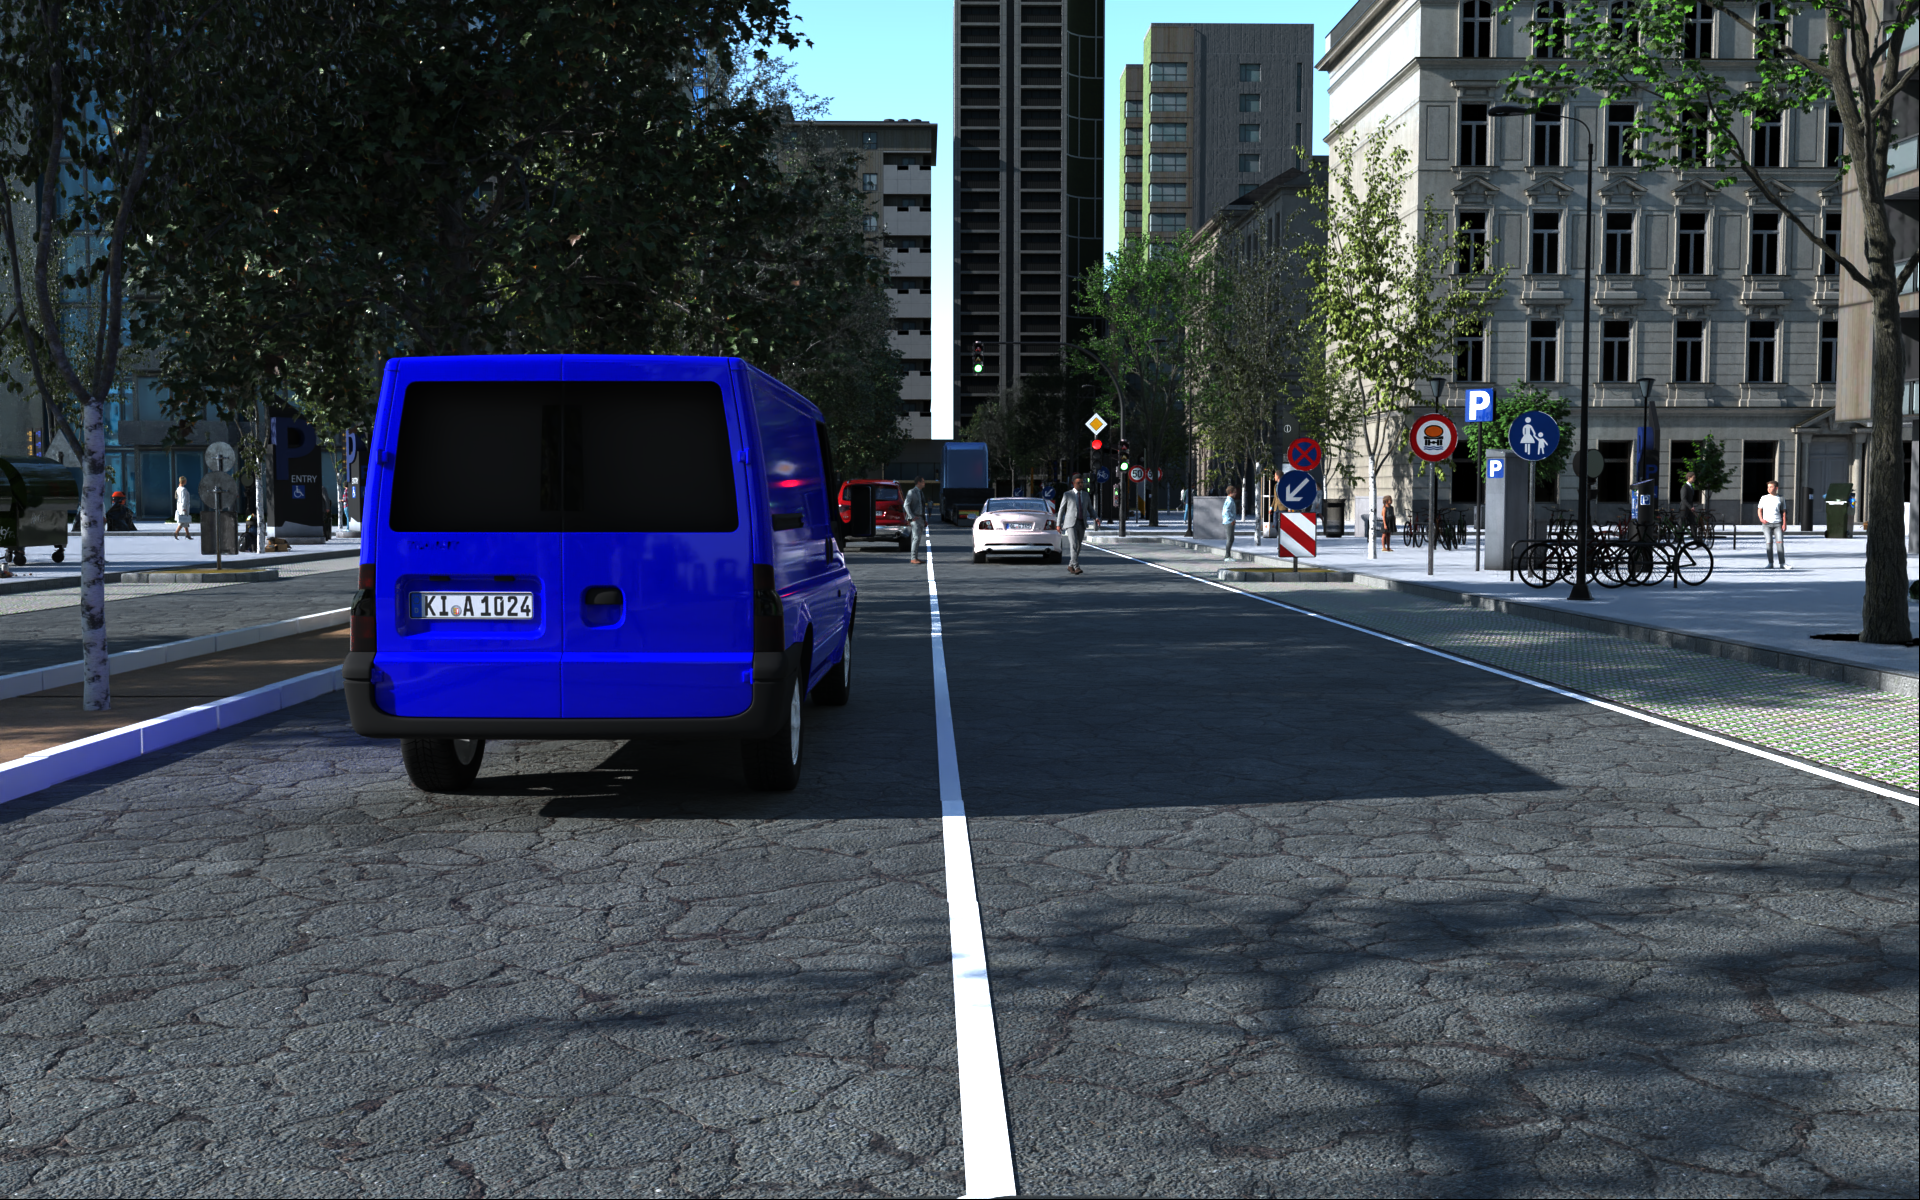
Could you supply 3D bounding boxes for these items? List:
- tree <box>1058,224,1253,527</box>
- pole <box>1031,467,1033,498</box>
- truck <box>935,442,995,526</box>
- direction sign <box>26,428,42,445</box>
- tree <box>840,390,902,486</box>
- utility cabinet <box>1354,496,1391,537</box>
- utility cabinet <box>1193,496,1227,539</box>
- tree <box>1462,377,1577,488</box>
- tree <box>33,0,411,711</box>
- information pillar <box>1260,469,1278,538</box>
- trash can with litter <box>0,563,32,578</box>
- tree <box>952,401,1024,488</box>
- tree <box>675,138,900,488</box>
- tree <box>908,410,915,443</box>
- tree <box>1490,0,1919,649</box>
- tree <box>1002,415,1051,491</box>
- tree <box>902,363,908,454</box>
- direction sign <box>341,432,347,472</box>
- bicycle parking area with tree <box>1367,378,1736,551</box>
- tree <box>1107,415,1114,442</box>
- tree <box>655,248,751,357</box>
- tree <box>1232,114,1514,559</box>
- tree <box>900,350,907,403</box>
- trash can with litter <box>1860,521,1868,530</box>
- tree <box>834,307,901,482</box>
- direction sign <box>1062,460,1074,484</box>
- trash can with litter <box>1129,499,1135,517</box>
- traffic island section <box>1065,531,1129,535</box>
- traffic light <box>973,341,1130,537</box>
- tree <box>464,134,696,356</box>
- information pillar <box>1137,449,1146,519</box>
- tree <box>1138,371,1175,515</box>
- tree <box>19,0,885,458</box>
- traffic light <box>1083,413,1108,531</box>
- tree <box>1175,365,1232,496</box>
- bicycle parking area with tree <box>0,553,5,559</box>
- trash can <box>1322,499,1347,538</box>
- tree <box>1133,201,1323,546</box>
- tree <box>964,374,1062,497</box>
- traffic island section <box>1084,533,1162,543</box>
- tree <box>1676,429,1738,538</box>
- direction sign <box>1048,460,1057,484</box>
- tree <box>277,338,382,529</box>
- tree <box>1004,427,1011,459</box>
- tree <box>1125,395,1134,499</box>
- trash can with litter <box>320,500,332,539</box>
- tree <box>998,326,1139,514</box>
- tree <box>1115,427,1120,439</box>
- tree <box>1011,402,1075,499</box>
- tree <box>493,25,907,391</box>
[{"bbox_3d":[7.635,-8.688,67.797,9.928,11.665,9.643,0,3,0],"label":"tree"},{"bbox_3d":[5.489,-8.457,132.116,0.158,3.312,0.155,0,3,0],"label":"pole"},{"bbox_3d":[0.583,-5.782,84.298,2.967,4.110,18.799,0,4,-3],"label":"truck"},{"bbox_3d":[-31.616,-4.112,59.236,0.876,3.537,0.379,2,4,32],"label":"direction sign"},{"bbox_3d":[-7.895,-11.955,123.683,9.928,11.665,9.643,0,3,0],"label":"tree"},{"bbox_3d":[12.333,-2.482,51.739,1.020,1.237,0.306,2,4,26],"label":"utility cabinet"},{"bbox_3d":[7.149,-2.326,49.190,1.020,1.237,0.306,1,4,15],"label":"utility cabinet"},{"bbox_3d":[15.806,-3.982,48.825,4.285,4.588,4.351,0,3,0],"label":"tree"},{"bbox_3d":[-5.723,-3.584,11.420,4.360,8.622,3.978,0,3,0],"label":"tree"},{"bbox_3d":[9.037,-2.809,50.415,0.304,2.012,0.304,-2,4,-29],"label":"information pillar"},{"bbox_3d":[-15.437,-0.935,26.342,2.233,1.210,1.678,-2,4,-24],"label":"trash can with litter"},{"bbox_3d":[3.787,-18.005,211.382,9.611,12.733,9.660,0,3,0],"label":"tree"},{"bbox_3d":[-6.842,-9.408,62.934,9.857,13.997,8.962,0,3,0],"label":"tree"},{"bbox_3d":[-6.977,-10.001,82.978,9.611,12.733,9.660,0,3,0],"label":"tree"},{"bbox_3d":[7.916,-5.444,14.763,9.928,11.665,9.643,0,3,0],"label":"tree"},{"bbox_3d":[5.501,-12.252,150.683,4.737,8.622,4.395,0,3,0],"label":"tree"},{"bbox_3d":[-7.180,-9.408,73.278,9.611,12.733,9.660,0,3,0],"label":"tree"},{"bbox_3d":[-21.164,-4.188,60.471,0.876,3.537,0.379,1,4,14],"label":"direction sign"},{"bbox_3d":[14.330,-3.407,42.710,8.231,4.147,9.016,1,4,12],"label":"bicycle parking area with tree"},{"bbox_3d":[12.783,-11.008,130.347,4.360,8.622,3.978,0,3,0],"label":"tree"},{"bbox_3d":[-6.273,-5.018,34.868,4.360,8.622,3.978,0,3,0],"label":"tree"},{"bbox_3d":[8.275,-5.111,33.931,4.737,8.622,4.395,0,3,0],"label":"tree"},{"bbox_3d":[-7.547,-11.792,101.919,9.857,13.997,8.962,0,3,0],"label":"tree"},{"bbox_3d":[32.707,-3.081,61.756,1.055,1.170,0.624,2,4,24],"label":"trash can with litter"},{"bbox_3d":[-7.034,-10.548,93.048,7.486,12.596,7.792,0,3,0],"label":"tree"},{"bbox_3d":[7.145,-7.513,114.828,0.876,3.537,0.379,-1,4,-20],"label":"direction sign"},{"bbox_3d":[9.429,-5.285,97.795,0.624,1.170,1.055,3,4,36],"label":"trash can with litter"},{"bbox_3d":[4.718,-2.305,59.972,2.009,0.180,2.903,0,4,-1],"label":"traffic island section"},{"bbox_3d":[2.754,-4.711,51.689,4.771,5.953,1.251,0,4,-1],"label":"traffic light"},{"bbox_3d":[-5.905,-4.553,27.268,4.737,8.622,4.395,0,3,0],"label":"tree"},{"bbox_3d":[9.390,-6.010,89.624,0.183,3.616,0.504,-3,5,-44],"label":"information pillar"},{"bbox_3d":[12.834,-9.423,104.430,4.737,8.622,4.395,0,3,0],"label":"tree"},{"bbox_3d":[-5.579,-6.089,19.021,9.611,12.733,9.660,0,3,0],"label":"tree"},{"bbox_3d":[4.677,-4.339,59.857,0.839,4.253,0.868,0,4,-1],"label":"traffic light"},{"bbox_3d":[13.520,-8.356,86.981,4.737,8.622,4.395,0,3,0],"label":"tree"},{"bbox_3d":[-22.774,-2.689,30.972,8.231,4.147,9.016,2,4,25],"label":"bicycle parking area with tree"},{"bbox_3d":[11.054,-2.418,51.190,0.748,1.137,0.748,0,3,0],"label":"trash can"},{"bbox_3d":[7.189,-5.650,42.745,4.360,8.622,3.978,0,3,0],"label":"tree"},{"bbox_3d":[5.550,-16.265,176.301,12.009,13.543,11.850,0,3,0],"label":"tree"},{"bbox_3d":[4.884,-1.817,51.988,2.009,0.180,2.903,0,4,-1],"label":"traffic island section"},{"bbox_3d":[22.007,-3.428,50.645,1.663,3.219,1.824,0,3,0],"label":"tree"},{"bbox_3d":[6.158,-7.543,115.318,0.379,3.537,0.876,-3,5,-42],"label":"direction sign"},{"bbox_3d":[-23.183,-6.952,64.020,4.737,8.622,4.395,0,3,0],"label":"tree"},{"bbox_3d":[5.965,-12.626,156.802,4.360,8.622,3.978,0,3,0],"label":"tree"},{"bbox_3d":[12.581,-9.755,109.855,4.360,8.622,3.978,0,3,0],"label":"tree"},{"bbox_3d":[-18.063,-2.292,48.860,0.624,1.170,1.055,-2,4,-27],"label":"trash can with litter"},{"bbox_3d":[6.304,-9.877,95.896,7.601,10.594,8.767,1,4,19],"label":"tree"},{"bbox_3d":[13.742,-10.433,120.940,4.360,8.622,3.978,0,3,0],"label":"tree"},{"bbox_3d":[6.340,-10.763,126.340,4.360,8.622,3.978,0,3,0],"label":"tree"},{"bbox_3d":[-6.402,-7.961,42.987,12.009,13.543,11.850,0,3,0],"label":"tree"}]
